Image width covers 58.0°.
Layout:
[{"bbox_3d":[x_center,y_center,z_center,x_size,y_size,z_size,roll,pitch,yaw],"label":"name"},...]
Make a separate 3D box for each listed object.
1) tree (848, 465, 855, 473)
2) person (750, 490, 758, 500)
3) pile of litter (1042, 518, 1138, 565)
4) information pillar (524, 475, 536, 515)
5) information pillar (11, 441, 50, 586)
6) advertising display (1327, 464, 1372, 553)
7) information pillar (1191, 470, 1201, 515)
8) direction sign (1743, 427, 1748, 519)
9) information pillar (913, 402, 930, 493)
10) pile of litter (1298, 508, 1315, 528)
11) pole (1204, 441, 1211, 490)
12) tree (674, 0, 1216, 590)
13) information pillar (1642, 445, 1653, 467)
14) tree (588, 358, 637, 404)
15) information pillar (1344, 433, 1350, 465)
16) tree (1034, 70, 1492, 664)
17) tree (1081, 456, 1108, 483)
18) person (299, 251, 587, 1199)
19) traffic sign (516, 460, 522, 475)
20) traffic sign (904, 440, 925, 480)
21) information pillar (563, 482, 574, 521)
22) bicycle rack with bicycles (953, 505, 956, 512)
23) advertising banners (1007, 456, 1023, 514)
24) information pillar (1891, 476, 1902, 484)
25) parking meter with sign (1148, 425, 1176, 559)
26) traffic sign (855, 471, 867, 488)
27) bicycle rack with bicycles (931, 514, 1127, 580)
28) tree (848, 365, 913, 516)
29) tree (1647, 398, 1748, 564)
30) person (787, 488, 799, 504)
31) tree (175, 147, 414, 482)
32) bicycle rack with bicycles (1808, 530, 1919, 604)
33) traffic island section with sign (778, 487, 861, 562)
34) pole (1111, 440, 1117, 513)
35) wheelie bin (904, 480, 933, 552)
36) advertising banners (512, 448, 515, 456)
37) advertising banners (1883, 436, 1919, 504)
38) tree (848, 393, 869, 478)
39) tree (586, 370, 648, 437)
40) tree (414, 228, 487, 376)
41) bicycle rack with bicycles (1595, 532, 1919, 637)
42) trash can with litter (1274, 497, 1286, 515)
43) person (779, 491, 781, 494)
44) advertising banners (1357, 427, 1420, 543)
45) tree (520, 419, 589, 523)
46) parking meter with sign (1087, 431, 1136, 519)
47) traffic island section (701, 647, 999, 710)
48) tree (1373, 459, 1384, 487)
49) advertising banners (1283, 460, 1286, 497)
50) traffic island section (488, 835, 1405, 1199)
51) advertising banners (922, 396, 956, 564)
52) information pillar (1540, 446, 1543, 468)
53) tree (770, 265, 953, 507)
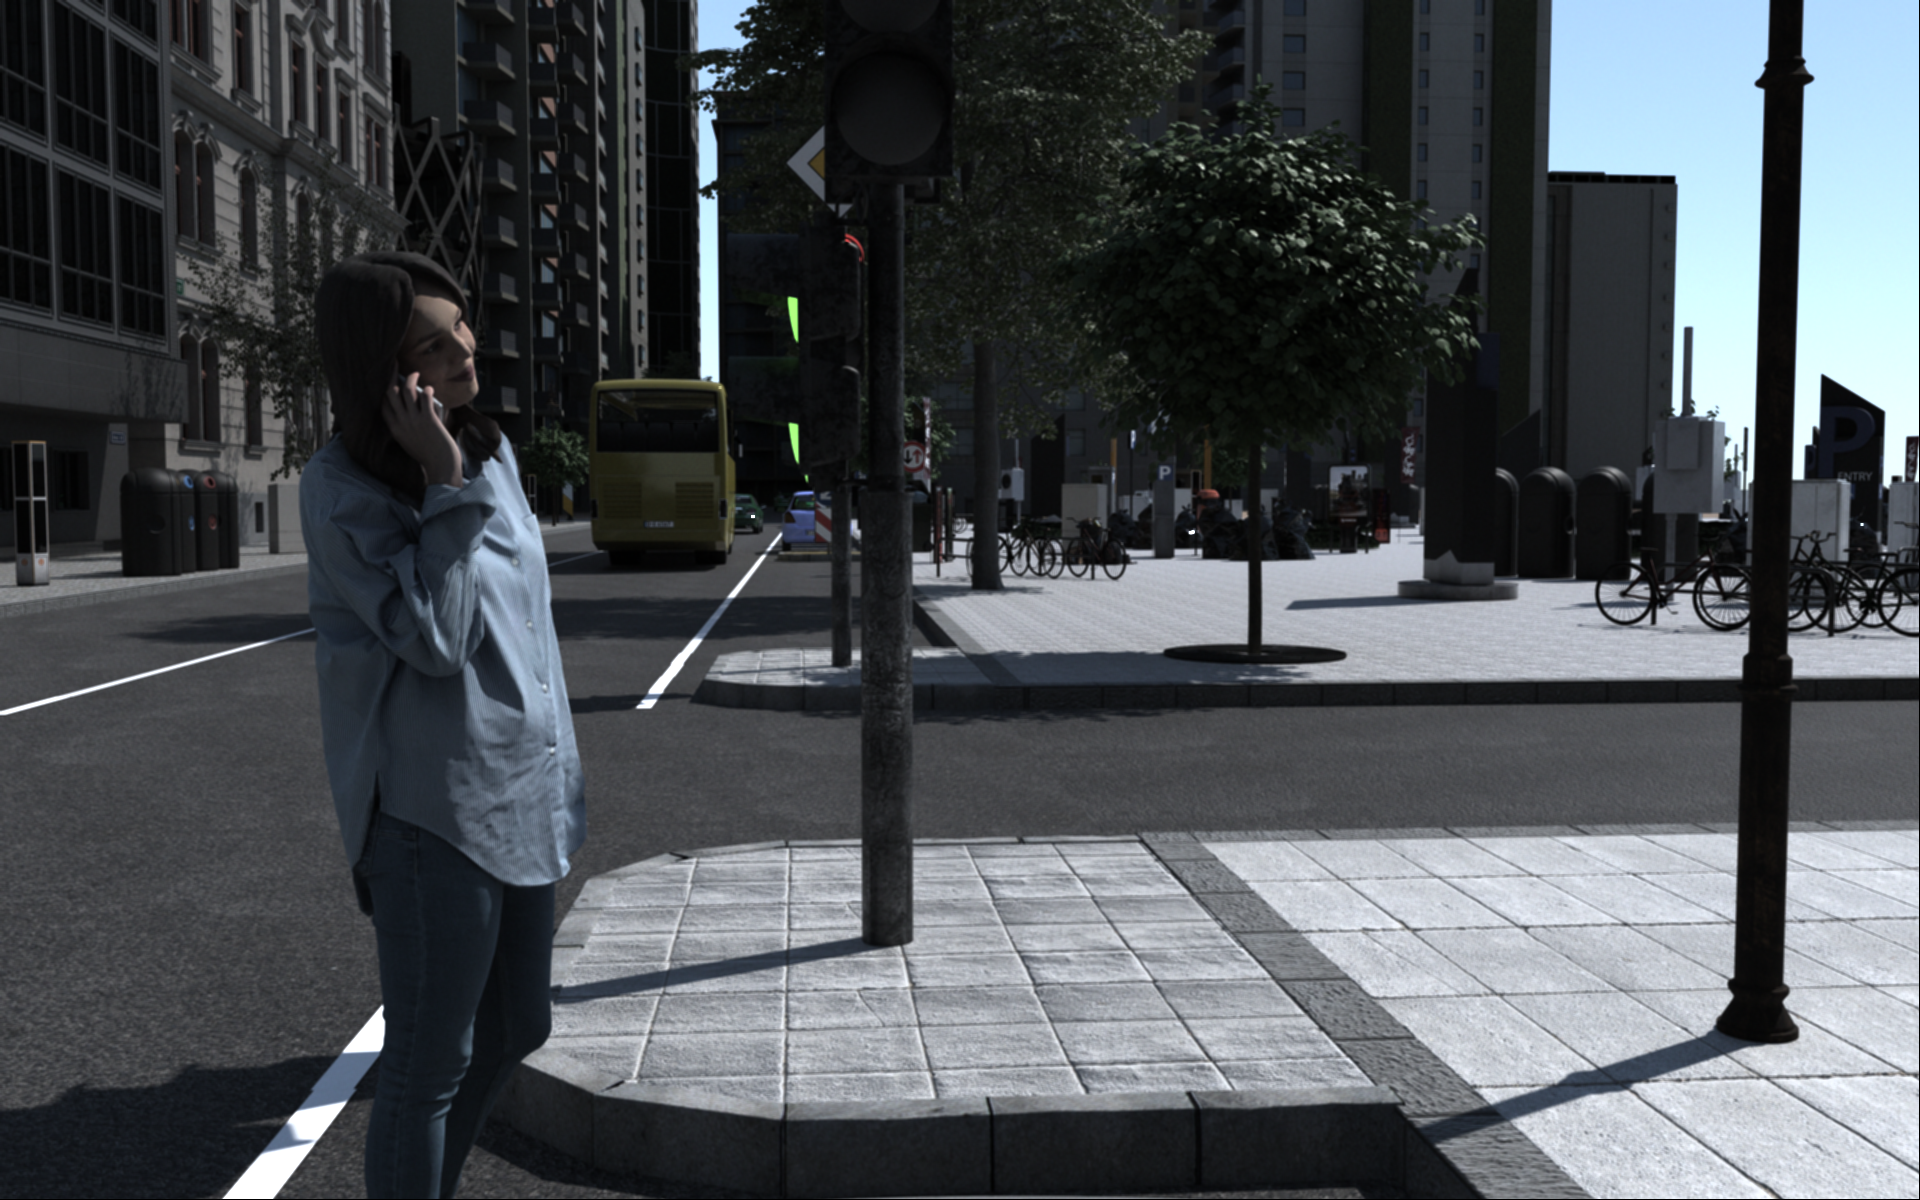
[{"bbox_3d":[-8.220,-10.595,123.584,4.360,8.622,3.978,0,3,0],"label":"tree"},{"bbox_3d":[-19.254,-9.276,160.190,1.348,1.821,0.705,2,4,24],"label":"person"},{"bbox_3d":[2.370,-1.093,31.831,1.719,0.858,1.176,1,4,19],"label":"pile of litter"},{"bbox_3d":[-16.528,-3.800,66.623,0.304,2.012,0.304,3,5,44],"label":"information pillar"},{"bbox_3d":[-12.958,-1.203,24.156,0.304,2.012,0.304,1,4,14],"label":"information pillar"},{"bbox_3d":[8.465,-1.986,37.679,0.974,1.923,0.123,3,4,39],"label":"advertising display"},{"bbox_3d":[7.276,-2.993,53.431,0.304,2.012,0.304,0,4,7],"label":"information pillar"},{"bbox_3d":[26.598,-4.079,58.697,0.379,3.537,0.876,2,4,31],"label":"direction sign"},{"bbox_3d":[-0.979,-3.208,43.798,0.504,3.616,0.183,2,4,33],"label":"information pillar"},{"bbox_3d":[10.877,-2.414,53.436,1.176,0.858,1.719,0,4,4],"label":"pile of litter"},{"bbox_3d":[6.259,-3.055,43.791,0.158,3.312,0.155,0,3,0],"label":"pole"},{"bbox_3d":[0.011,-6.402,22.801,7.486,12.596,7.792,0,3,0],"label":"tree"},{"bbox_3d":[32.508,-5.536,81.872,0.504,3.616,0.183,3,4,38],"label":"information pillar"},{"bbox_3d":[-18.238,-8.804,94.315,4.360,8.622,3.978,0,3,0],"label":"tree"},{"bbox_3d":[14.249,-4.433,63.832,0.183,3.616,0.504,0,4,-6],"label":"information pillar"},{"bbox_3d":[2.294,-1.833,13.688,4.285,4.588,4.351,0,3,0],"label":"tree"},{"bbox_3d":[7.166,-5.754,88.676,1.663,3.219,1.824,0,3,0],"label":"tree"},{"bbox_3d":[-0.845,0.365,2.795,0.793,1.790,0.793,-1,4,-23],"label":"person"},{"bbox_3d":[-16.136,-3.802,62.265,0.768,2.556,0.104,0,4,3],"label":"traffic sign"},{"bbox_3d":[-1.126,-2.517,41.264,0.768,2.556,0.104,0,4,3],"label":"traffic sign"},{"bbox_3d":[-18.915,-5.638,83.533,0.504,3.616,0.183,-2,4,-29],"label":"information pillar"},{"bbox_3d":[-0.854,-2.675,57.112,2.925,0.926,2.852,-1,4,-21],"label":"bicycle rack with bicycles"},{"bbox_3d":[2.131,-5.185,80.955,2.074,3.025,0.090,3,5,43],"label":"advertising banners"},{"bbox_3d":[37.241,-3.939,68.892,0.304,2.012,0.304,-3,4,-39],"label":"information pillar"},{"bbox_3d":[4.099,-2.373,35.065,0.543,3.016,1.738,0,4,3],"label":"parking meter with sign"},{"bbox_3d":[-4.820,-5.225,85.532,0.768,2.556,0.104,0,4,0],"label":"traffic sign"},{"bbox_3d":[0.884,-0.805,26.552,2.852,0.926,2.925,-1,4,-23],"label":"bicycle rack with bicycles"},{"bbox_3d":[-3.989,-8.001,81.178,4.737,8.622,4.395,0,3,0],"label":"tree"},{"bbox_3d":[13.252,-2.274,31.786,1.663,3.219,1.824,0,3,0],"label":"tree"},{"bbox_3d":[-8.384,-4.929,89.766,1.217,1.739,0.721,-1,4,-22],"label":"person"},{"bbox_3d":[-13.774,-5.241,36.047,4.360,8.622,3.978,0,3,0],"label":"tree"},{"bbox_3d":[12.709,-0.492,21.432,2.925,0.926,2.852,-3,4,-36],"label":"bicycle rack with bicycles"},{"bbox_3d":[-2.957,-1.771,37.592,1.989,1.847,2.006,0,4,-5],"label":"traffic island section with sign"},{"bbox_3d":[5.543,-4.205,62.593,0.158,3.312,0.155,0,3,0],"label":"pole"},{"bbox_3d":[-0.983,-1.853,38.206,0.693,1.594,0.980,-2,4,-32],"label":"wheelie bin"},{"bbox_3d":[-17.769,-4.239,65.493,2.074,3.025,0.090,1,4,9],"label":"advertising banners"},{"bbox_3d":[28.467,-3.470,52.922,0.090,3.025,2.074,-1,4,-14],"label":"advertising banners"},{"bbox_3d":[-1.752,-3.956,48.389,4.285,4.588,4.351,0,3,0],"label":"tree"},{"bbox_3d":[-19.725,-9.271,101.945,4.737,8.622,4.395,0,3,0],"label":"tree"},{"bbox_3d":[-14.421,-5.773,44.756,4.360,8.622,3.978,0,3,0],"label":"tree"},{"bbox_3d":[8.017,-0.194,16.559,2.852,0.926,2.925,-2,4,-34],"label":"bicycle rack with bicycles"},{"bbox_3d":[12.947,-3.477,68.236,1.055,1.170,0.624,-2,4,-28],"label":"trash can with litter"},{"bbox_3d":[-16.813,-9.334,162.053,0.756,1.711,0.436,-2,4,-28],"label":"person"},{"bbox_3d":[10.905,-2.981,44.921,2.074,3.025,0.090,0,4,-4],"label":"advertising banners"},{"bbox_3d":[-17.691,-5.654,76.151,4.285,4.588,4.351,0,3,0],"label":"tree"},{"bbox_3d":[3.792,-3.071,46.465,1.738,3.016,0.543,1,4,19],"label":"parking meter with sign"},{"bbox_3d":[-0.861,0.571,12.939,2.009,0.180,2.903,0,4,-5],"label":"traffic island section"},{"bbox_3d":[20.690,-5.343,81.953,1.663,3.219,1.824,0,3,0],"label":"tree"},{"bbox_3d":[15.104,-5.166,80.646,0.090,3.025,2.074,1,4,13],"label":"advertising banners"},{"bbox_3d":[-0.186,1.058,4.982,2.009,0.180,2.903,0,4,-5],"label":"traffic island section"},{"bbox_3d":[-0.398,-2.188,31.958,0.090,3.025,2.074,1,4,15],"label":"advertising banners"},{"bbox_3d":[28.517,-5.729,85.031,0.183,3.616,0.504,1,4,14],"label":"information pillar"},{"bbox_3d":[-5.241,-11.278,91.047,9.857,13.997,8.962,0,3,0],"label":"tree"}]
